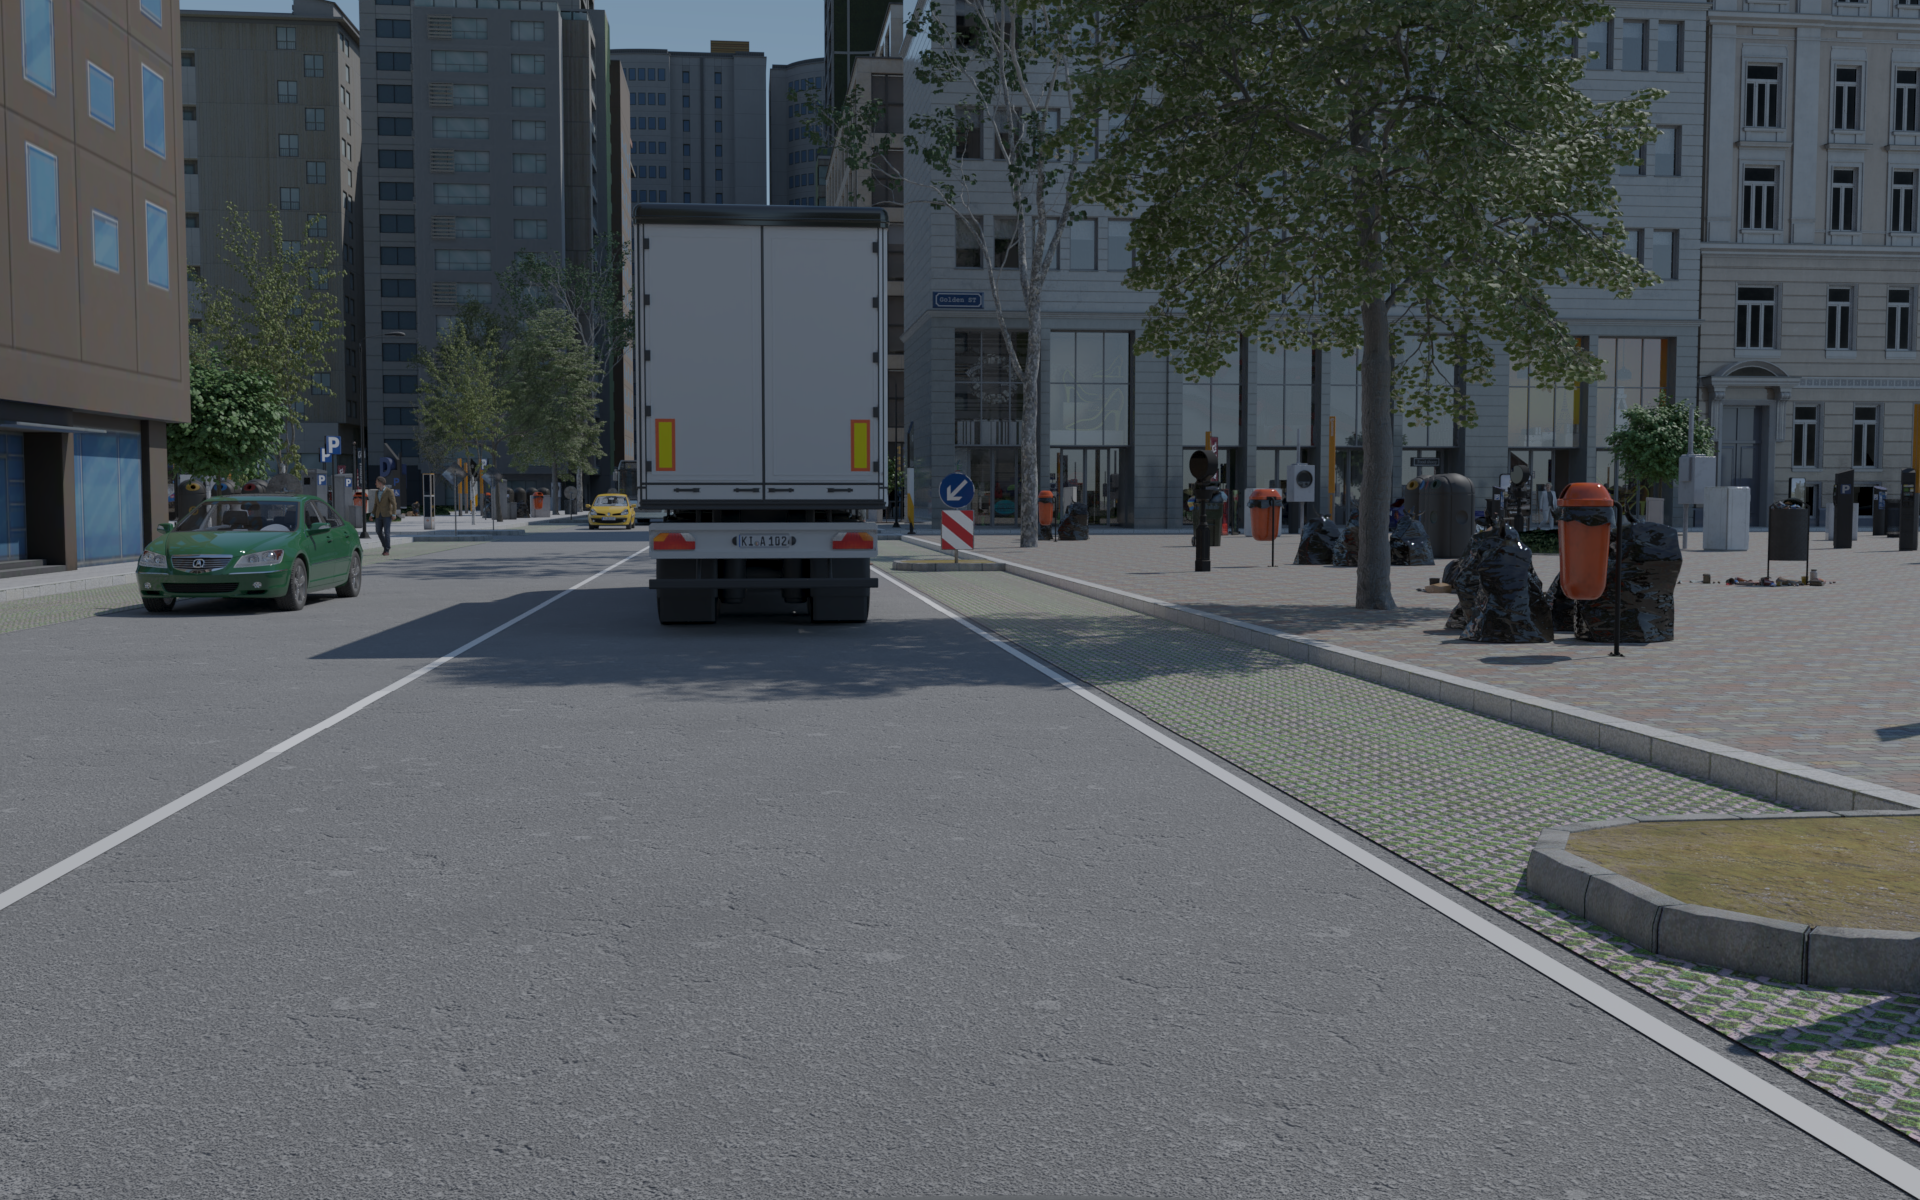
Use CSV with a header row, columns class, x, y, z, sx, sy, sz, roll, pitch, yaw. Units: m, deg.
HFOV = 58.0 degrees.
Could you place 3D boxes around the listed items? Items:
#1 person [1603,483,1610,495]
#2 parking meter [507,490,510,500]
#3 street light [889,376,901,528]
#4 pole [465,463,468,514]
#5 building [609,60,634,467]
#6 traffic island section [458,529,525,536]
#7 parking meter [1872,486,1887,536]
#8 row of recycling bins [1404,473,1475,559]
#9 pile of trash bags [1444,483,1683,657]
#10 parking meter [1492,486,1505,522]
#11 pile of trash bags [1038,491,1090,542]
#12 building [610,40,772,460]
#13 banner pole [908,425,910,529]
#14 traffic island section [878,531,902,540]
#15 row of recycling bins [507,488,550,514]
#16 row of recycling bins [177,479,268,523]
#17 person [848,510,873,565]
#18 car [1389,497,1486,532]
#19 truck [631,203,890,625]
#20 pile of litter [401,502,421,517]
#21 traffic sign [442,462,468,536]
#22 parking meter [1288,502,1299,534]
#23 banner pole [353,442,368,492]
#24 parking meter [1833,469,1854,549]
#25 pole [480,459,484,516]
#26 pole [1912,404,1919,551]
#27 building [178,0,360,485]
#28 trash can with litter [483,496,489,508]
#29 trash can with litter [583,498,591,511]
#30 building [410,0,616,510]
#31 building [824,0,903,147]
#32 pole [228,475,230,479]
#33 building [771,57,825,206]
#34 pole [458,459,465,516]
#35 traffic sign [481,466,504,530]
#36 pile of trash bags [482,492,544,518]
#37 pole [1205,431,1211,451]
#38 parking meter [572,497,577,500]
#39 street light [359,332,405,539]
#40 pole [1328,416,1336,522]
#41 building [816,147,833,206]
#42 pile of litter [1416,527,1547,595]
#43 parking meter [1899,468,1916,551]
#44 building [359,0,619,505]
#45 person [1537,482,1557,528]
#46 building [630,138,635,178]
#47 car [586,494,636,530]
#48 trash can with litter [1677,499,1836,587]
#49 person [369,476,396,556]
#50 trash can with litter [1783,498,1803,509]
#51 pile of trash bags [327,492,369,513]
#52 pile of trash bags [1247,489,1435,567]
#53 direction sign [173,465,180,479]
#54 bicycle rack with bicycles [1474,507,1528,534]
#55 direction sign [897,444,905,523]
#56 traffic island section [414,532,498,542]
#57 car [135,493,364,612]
class,x,y,z,sx,sy,sz,roll,pitch,yaw
person,22.102,-3.122,59.726,0.592,1.802,0.473,1,4,21
parking meter,-25.510,-5.452,97.557,0.372,1.533,0.369,0,3,0
street light,-2.979,-5.728,66.187,1.470,5.913,1.316,0,4,-7
pole,-32.206,-7.283,112.924,0.158,3.312,0.155,0,3,0
building,-40.687,-32.127,175.392,14.600,45.320,14.200,0,4,-7
traffic island section,-16.502,-2.380,61.186,2.009,0.180,2.903,0,4,-7
parking meter,28.427,-2.759,53.514,0.372,1.533,0.369,0,3,0
row of recycling bins,9.970,-1.765,35.970,1.069,1.692,3.534,0,4,4
pile of trash bags,5.293,-0.328,15.114,1.912,1.369,3.447,1,4,13
parking meter,16.254,-2.683,52.276,0.372,1.533,0.369,0,3,0
pile of trash bags,2.589,-2.333,47.900,1.912,1.369,3.447,1,4,10
building,-39.535,-41.941,227.739,28.212,58.520,21.231,0,4,-7
banner pole,-1.767,-4.465,63.018,0.401,3.779,0.863,1,4,9
traffic island section,-2.974,-1.989,54.803,2.009,0.180,2.903,0,4,-7
row of recycling bins,-27.493,-6.271,109.649,1.069,1.692,3.534,3,5,42
row of recycling bins,-20.114,-2.526,48.406,3.534,1.692,1.069,0,4,0
person,-2.105,-1.603,34.810,0.635,1.810,0.391,2,4,28
car,16.609,-2.900,59.994,3.894,1.354,1.945,0,4,-8
truck,-2.551,-2.047,22.390,2.839,4.237,11.283,0,4,-7
pile of litter,-31.325,-5.193,98.876,1.176,0.858,1.719,0,4,-8
traffic sign,-15.499,-3.031,53.202,0.795,2.450,0.064,0,4,-7
parking meter,10.813,-3.083,56.112,0.255,1.863,0.399,0,4,-5
banner pole,-28.766,-5.684,82.950,0.863,3.779,0.401,1,4,14
parking meter,20.807,-2.147,40.816,0.399,1.863,0.255,1,4,11
pole,-27.796,-6.531,100.624,0.158,3.312,0.155,0,3,0
pole,21.696,-2.781,39.305,0.158,3.312,0.155,0,3,0
building,-78.278,-36.777,190.537,27.495,52.752,28.713,0,4,-7
trash can with litter,-28.661,-5.746,105.342,1.055,1.170,0.624,1,4,11
trash can with litter,-28.322,-7.267,130.205,1.055,1.170,0.624,-3,5,-43
building,-35.962,-27.985,141.147,14.154,41.232,14.086,0,4,-7
building,-4.349,-44.402,164.231,20.563,71.187,20.611,0,4,-7
pole,-41.298,-6.364,97.902,0.158,3.312,0.155,0,3,0
building,-11.093,-42.161,231.330,28.212,58.520,21.231,0,4,-7
pole,-28.676,-6.451,99.321,0.158,3.312,0.155,0,3,0
traffic sign,-16.479,-3.516,61.127,0.795,2.450,0.064,0,4,-7
pile of trash bags,-23.687,-5.060,92.483,1.912,1.369,3.447,3,4,38
pole,8.084,-3.829,56.450,0.158,3.312,0.155,0,3,0
parking meter,-26.406,-6.733,118.491,0.372,1.533,0.369,0,3,0
street light,-16.598,-4.721,49.724,1.470,5.913,1.316,0,4,-7
pole,9.762,-3.158,45.484,0.158,3.312,0.155,0,3,0
building,-5.301,-22.997,147.697,14.160,30.474,14.107,0,4,-7
pile of litter,6.848,-0.520,22.471,1.719,0.858,1.176,3,4,37
parking meter,21.386,-2.043,39.107,0.255,1.863,0.399,1,4,23
building,-41.539,-43.960,156.992,20.563,71.187,20.611,0,4,-7
person,20.488,-3.184,60.431,0.514,1.842,0.818,-2,4,-25
building,-50.267,-33.198,197.410,28.867,44.769,22.147,0,4,-7
car,-14.240,-3.709,70.860,2.015,1.641,3.980,0,4,-7
trash can with litter,11.338,-0.830,24.631,2.233,1.210,1.678,1,4,18
person,-13.433,-1.952,40.323,0.656,1.842,0.836,-1,4,-8
trash can with litter,24.001,-2.364,50.038,0.624,1.170,1.055,2,4,26
pile of trash bags,-25.344,-3.640,69.265,3.447,1.369,1.912,0,4,2
pile of trash bags,6.716,-1.311,31.195,3.447,1.369,1.912,-1,4,-22
direction sign,-41.465,-6.099,91.723,0.379,3.537,0.876,2,4,33
bicycle rack with bicycles,14.650,-2.181,49.046,2.852,0.926,2.925,3,5,42
direction sign,-2.623,-5.256,77.931,0.379,3.537,0.876,2,4,28
traffic island section,-15.521,-1.895,53.261,2.009,0.180,2.903,0,4,-7
car,-9.162,-0.664,22.656,2.131,1.459,4.920,0,4,-6
